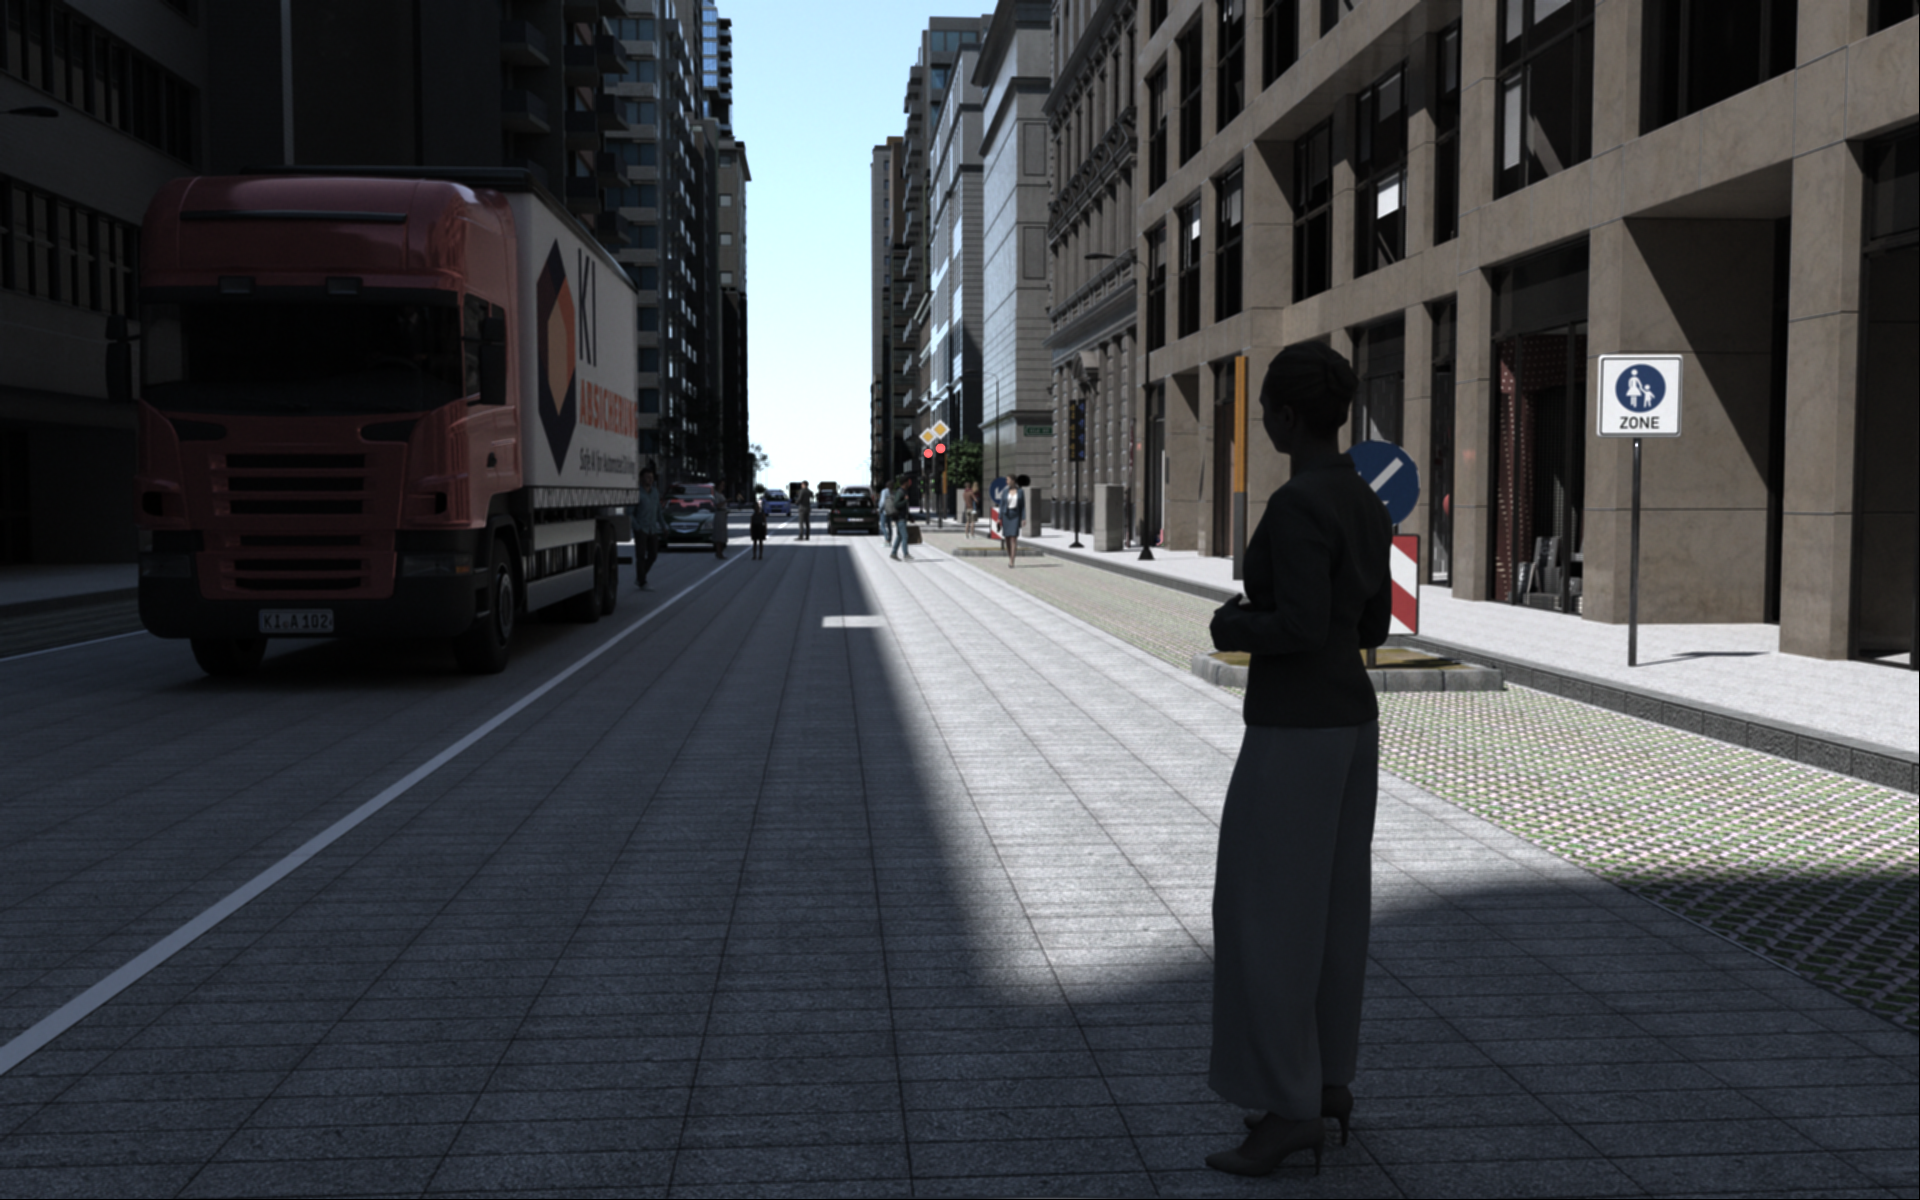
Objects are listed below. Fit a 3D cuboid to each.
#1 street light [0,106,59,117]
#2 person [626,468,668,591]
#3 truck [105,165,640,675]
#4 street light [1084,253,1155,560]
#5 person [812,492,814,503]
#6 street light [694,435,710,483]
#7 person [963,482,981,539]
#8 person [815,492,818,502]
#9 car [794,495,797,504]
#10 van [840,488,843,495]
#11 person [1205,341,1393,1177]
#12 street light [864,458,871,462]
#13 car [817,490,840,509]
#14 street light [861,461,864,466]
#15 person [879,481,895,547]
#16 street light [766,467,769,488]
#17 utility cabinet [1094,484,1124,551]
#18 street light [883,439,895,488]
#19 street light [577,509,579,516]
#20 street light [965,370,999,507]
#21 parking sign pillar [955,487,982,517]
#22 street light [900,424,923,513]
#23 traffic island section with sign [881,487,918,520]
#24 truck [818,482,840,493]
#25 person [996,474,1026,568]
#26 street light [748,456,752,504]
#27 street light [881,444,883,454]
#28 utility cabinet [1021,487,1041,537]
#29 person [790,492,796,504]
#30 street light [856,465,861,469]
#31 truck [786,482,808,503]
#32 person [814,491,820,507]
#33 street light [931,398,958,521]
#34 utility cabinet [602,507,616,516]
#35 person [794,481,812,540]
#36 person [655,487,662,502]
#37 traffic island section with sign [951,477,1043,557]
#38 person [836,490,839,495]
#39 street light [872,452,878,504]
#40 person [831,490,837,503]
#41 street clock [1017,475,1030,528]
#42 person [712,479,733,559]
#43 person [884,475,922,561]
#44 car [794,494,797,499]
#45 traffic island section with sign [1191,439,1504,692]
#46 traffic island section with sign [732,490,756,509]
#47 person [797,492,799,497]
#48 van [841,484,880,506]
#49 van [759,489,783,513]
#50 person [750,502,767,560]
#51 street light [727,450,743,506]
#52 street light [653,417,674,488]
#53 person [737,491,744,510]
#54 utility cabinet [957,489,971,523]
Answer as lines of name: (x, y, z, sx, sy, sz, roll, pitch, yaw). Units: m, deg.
street light: (-11.479, -2.954, 20.836, 1.470, 5.913, 1.316, 0, 4, -4)
person: (-4.710, -1.058, 25.824, 0.620, 1.820, 0.660, 2, 4, 34)
truck: (-5.052, -1.726, 17.141, 2.839, 4.237, 11.283, 0, 4, -4)
street light: (3.090, -3.731, 33.538, 1.470, 5.913, 1.316, 0, 4, -4)
person: (-23.178, -16.154, 272.761, 0.705, 1.807, 1.348, 1, 4, 9)
street light: (-20.211, -9.972, 135.583, 1.470, 5.913, 1.316, 0, 4, -4)
person: (0.390, -2.873, 55.453, 0.580, 1.828, 0.573, 0, 4, -1)
person: (-24.942, -17.943, 302.388, 0.721, 1.766, 1.217, 2, 4, 29)
car: (-22.256, -14.303, 242.656, 1.959, 1.807, 4.718, 0, 4, -3)
van: (-6.587, -6.017, 105.384, 2.013, 2.044, 4.112, 0, 4, -3)
person: (0.726, 0.321, 3.801, 0.362, 1.759, 0.519, 2, 4, 35)
street light: (-11.320, -15.390, 224.162, 1.470, 5.913, 1.316, 0, 4, -4)
car: (-12.684, -9.718, 167.565, 2.281, 1.827, 5.304, 0, 4, -3)
street light: (-12.892, -16.590, 243.779, 1.470, 5.913, 1.316, 0, 4, -4)
person: (-1.980, -2.355, 47.277, 0.793, 1.790, 0.793, 0, 4, 3)
street light: (-32.242, -19.637, 293.601, 1.470, 5.913, 1.316, 0, 4, -4)
utility cabinet: (3.348, -1.842, 38.795, 0.318, 1.500, 1.173, 2, 4, 24)
street light: (-5.575, -10.678, 147.130, 1.470, 5.913, 1.316, 0, 4, -4)
street light: (-15.475, -6.113, 72.487, 1.470, 5.913, 1.316, 0, 4, -4)
street light: (0.865, -5.650, 64.924, 1.470, 5.913, 1.316, 0, 4, -4)
parking sign pillar: (0.473, -6.587, 96.167, 1.447, 3.967, 1.447, -2, 4, -34)
street light: (-3.128, -8.753, 115.650, 1.470, 5.913, 1.316, 0, 4, -4)
traffic island section with sign: (-3.368, -5.315, 95.531, 1.989, 1.847, 2.006, 0, 4, -4)
truck: (-20.349, -16.613, 267.548, 3.469, 3.379, 9.791, 0, 4, -3)
person: (1.029, -1.542, 33.734, 0.581, 1.822, 0.654, 1, 4, 21)
street light: (-26.051, -14.614, 211.480, 1.470, 5.913, 1.316, 0, 4, -4)
street light: (-6.652, -11.519, 160.882, 1.470, 5.913, 1.316, 0, 4, -4)
utility cabinet: (2.134, -2.623, 51.557, 0.318, 1.500, 1.173, 1, 4, 18)
person: (-25.243, -15.426, 261.427, 1.217, 1.735, 0.721, 2, 4, 34)
street light: (-17.713, -20.460, 307.061, 1.470, 5.913, 1.316, 0, 4, -4)
truck: (-26.786, -17.722, 285.669, 3.469, 3.379, 9.791, 0, 4, -4)
person: (-16.129, -11.606, 198.393, 1.348, 1.807, 0.705, -1, 4, -17)
street light: (-0.697, -6.810, 83.883, 1.470, 5.913, 1.316, 0, 4, -4)
utility cabinet: (-16.237, -4.217, 80.110, 0.306, 1.237, 1.020, 1, 4, 10)
person: (-4.889, -2.774, 53.656, 0.447, 1.846, 0.655, 2, 4, 35)
person: (-15.837, -5.026, 90.852, 0.590, 1.801, 0.661, 0, 4, 2)
traffic island section with sign: (0.824, -1.935, 40.272, 1.989, 1.847, 2.006, 0, 4, -4)
person: (-13.649, -11.220, 191.585, 1.348, 1.869, 0.705, 0, 4, 4)
street light: (-8.923, -13.471, 192.789, 1.470, 5.913, 1.316, 0, 4, -4)
person: (-10.556, -8.366, 145.629, 0.623, 1.781, 0.721, -1, 4, -11)
street clock: (2.370, -3.683, 64.794, 0.471, 2.002, 0.358, 2, 4, 29)
person: (-5.192, -1.774, 38.068, 0.524, 1.755, 0.480, 1, 4, 9)
person: (-1.192, -1.730, 36.775, 0.713, 1.824, 0.794, 2, 4, 27)
car: (-25.309, -16.140, 273.680, 2.009, 1.686, 4.222, 0, 4, -3)
traffic island section with sign: (2.860, -0.290, 13.363, 1.989, 1.847, 2.006, 0, 4, -4)
traffic island section with sign: (-21.424, -9.911, 170.673, 1.989, 1.847, 2.006, 0, 4, -4)
person: (-22.080, -13.859, 236.016, 0.541, 1.710, 0.530, -3, 5, -44)
van: (-4.504, -4.244, 76.402, 2.013, 2.044, 4.112, 0, 4, -3)
van: (-14.519, -7.791, 134.388, 2.013, 2.044, 4.112, 0, 4, -2)
person: (-4.407, -1.512, 37.887, 0.362, 1.253, 0.373, 0, 4, -2)
street light: (-23.554, -12.696, 180.115, 1.470, 5.913, 1.316, 0, 4, -4)
street light: (-17.863, -8.041, 104.015, 1.470, 5.913, 1.316, 0, 4, -4)
person: (-19.329, -8.750, 152.284, 0.721, 1.735, 1.217, -2, 4, -34)
utility cabinet: (0.223, -4.046, 74.830, 0.318, 1.500, 1.173, -1, 4, -21)
